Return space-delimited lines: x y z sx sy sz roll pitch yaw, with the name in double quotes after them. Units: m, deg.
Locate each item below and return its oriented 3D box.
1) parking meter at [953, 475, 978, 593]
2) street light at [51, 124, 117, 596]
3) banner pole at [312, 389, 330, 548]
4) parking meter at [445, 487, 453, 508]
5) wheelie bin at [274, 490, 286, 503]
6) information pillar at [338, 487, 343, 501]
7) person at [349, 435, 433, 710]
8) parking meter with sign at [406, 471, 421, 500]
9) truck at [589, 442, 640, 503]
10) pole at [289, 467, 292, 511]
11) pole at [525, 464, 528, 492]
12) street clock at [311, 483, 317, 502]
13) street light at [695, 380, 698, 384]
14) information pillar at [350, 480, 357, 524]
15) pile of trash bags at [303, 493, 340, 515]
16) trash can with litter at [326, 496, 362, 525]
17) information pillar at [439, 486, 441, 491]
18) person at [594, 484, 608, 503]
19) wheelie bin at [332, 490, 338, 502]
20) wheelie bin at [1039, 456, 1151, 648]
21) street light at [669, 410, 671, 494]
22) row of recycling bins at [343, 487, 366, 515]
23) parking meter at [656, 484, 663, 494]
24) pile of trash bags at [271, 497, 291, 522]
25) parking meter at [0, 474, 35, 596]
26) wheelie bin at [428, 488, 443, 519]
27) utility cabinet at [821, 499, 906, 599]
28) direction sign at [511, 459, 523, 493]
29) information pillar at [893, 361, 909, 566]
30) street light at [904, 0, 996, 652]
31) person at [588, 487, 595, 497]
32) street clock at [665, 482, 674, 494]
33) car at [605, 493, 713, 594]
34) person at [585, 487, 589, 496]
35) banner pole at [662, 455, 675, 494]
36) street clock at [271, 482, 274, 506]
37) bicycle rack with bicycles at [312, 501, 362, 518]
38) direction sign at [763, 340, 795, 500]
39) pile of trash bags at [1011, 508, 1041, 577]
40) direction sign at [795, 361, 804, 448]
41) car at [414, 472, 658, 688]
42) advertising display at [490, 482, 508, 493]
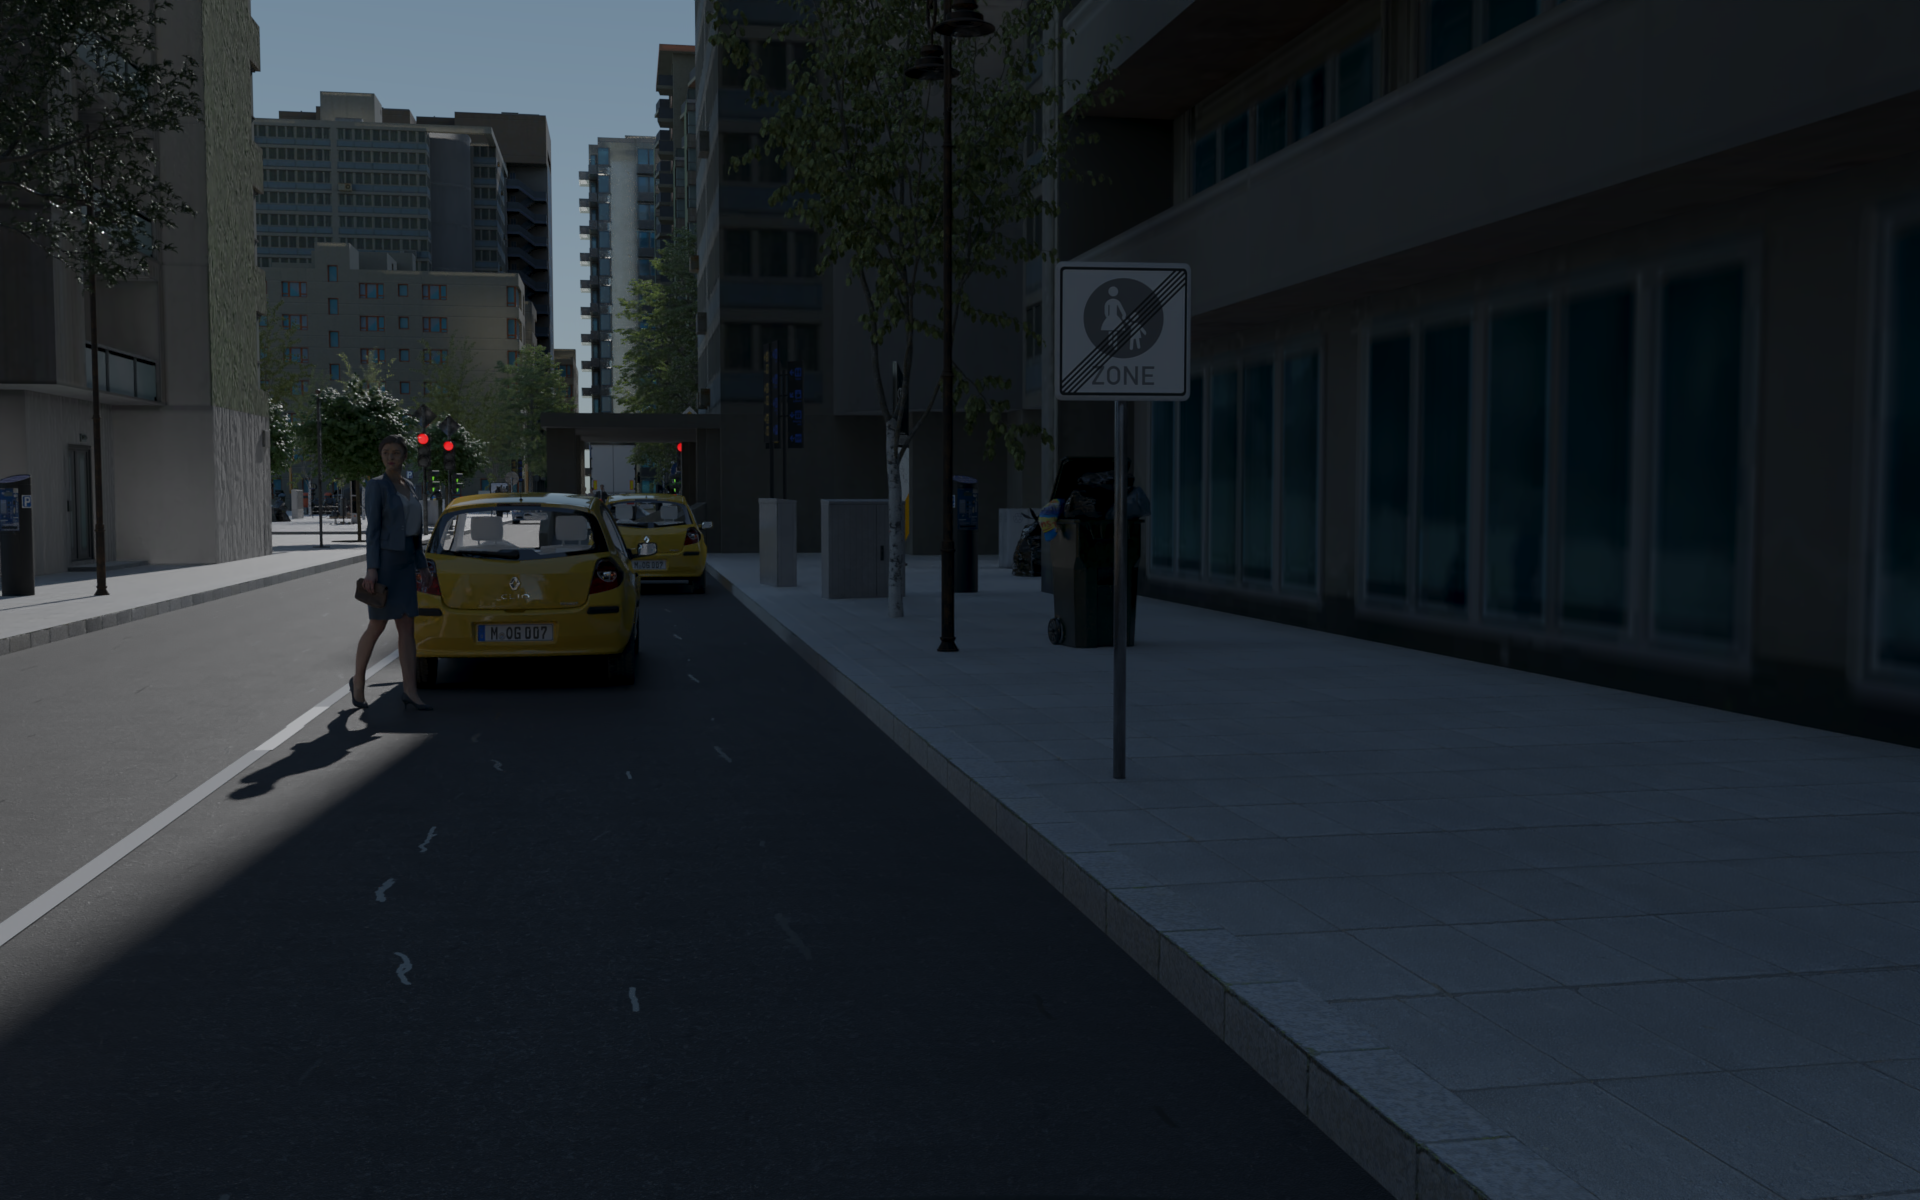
0.051 -0.867 22.593 0.372 1.533 0.369 0 3 0 "parking meter"
-10.888 -2.997 21.797 0.468 5.910 1.993 -1 4 -11 "street light"
-15.205 -3.129 41.179 0.401 3.779 0.863 -2 4 -25 "banner pole"
-22.052 -4.222 74.733 0.255 1.863 0.399 0 4 3 "parking meter"
-51.016 -7.460 129.871 0.980 1.594 0.693 1 4 9 "wheelie bin"
-45.139 -7.442 126.162 0.304 2.012 0.304 0 4 -7 "information pillar"
-3.796 -0.184 11.540 0.654 1.822 0.581 3 4 37 "person"
-41.468 -8.313 132.185 0.543 3.016 1.738 1 4 17 "parking meter with sign"
-19.296 -6.597 96.776 2.839 4.237 11.283 -1 4 -11 "truck"
-50.343 -8.347 130.322 0.158 3.312 0.155 0 3 0 "pole"
-29.326 -7.544 117.193 0.158 3.312 0.155 0 3 0 "pole"
-43.315 -6.815 116.000 0.471 2.002 0.358 0 4 5 "street clock"
-8.151 -5.028 54.988 0.468 5.910 1.993 -1 4 -11 "street light"
-26.066 -4.284 74.543 0.304 2.012 0.304 -1 4 -23 "information pillar"
-39.877 -5.974 107.434 1.912 1.369 3.447 0 4 4 "pile of trash bags"
-25.963 -3.766 72.624 1.678 1.210 2.233 -1 4 -20 "trash can with litter"
-26.872 -5.172 89.047 0.304 2.012 0.304 -2 4 -26 "information pillar"
-17.347 -4.641 83.738 0.474 1.900 0.648 3 4 39 "person"
-46.787 -7.485 130.286 0.693 1.594 0.980 1 4 16 "wheelie bin"
1.176 -0.412 14.649 0.980 1.594 0.693 -1 4 -20 "wheelie bin"
-15.943 -7.495 95.337 0.468 5.910 1.993 -1 4 -11 "street light"
-37.542 -6.240 109.140 1.069 1.692 3.534 1 4 16 "row of recycling bins"
-17.990 -5.990 103.639 0.255 1.863 0.399 3 5 40 "parking meter"
-32.663 -4.312 80.258 3.447 1.369 1.912 2 4 32 "pile of trash bags"
-11.906 -0.822 21.855 0.372 1.533 0.369 0 3 0 "parking meter"
-25.261 -4.617 83.390 0.693 1.594 0.980 -2 4 -31 "wheelie bin"
-1.193 -0.629 21.454 1.020 1.237 0.306 -2 4 -25 "utility cabinet"
-29.063 -7.441 113.665 0.379 3.537 0.876 3 4 37 "direction sign"
-1.059 -2.418 30.887 0.183 3.616 0.504 2 4 25 "information pillar"
-0.098 -2.519 13.967 0.468 5.910 1.993 -1 4 -11 "street light"
-19.070 -4.921 89.305 0.599 1.781 0.374 0 4 -5 "person"
-17.050 -5.945 101.772 0.471 2.002 0.358 -2 4 -35 "street clock"
-4.737 -0.978 26.210 2.015 1.641 3.980 -1 4 -10 "car"
-15.415 -3.843 72.002 0.598 1.740 0.731 1 4 18 "person"
-18.178 -7.252 108.582 0.863 3.779 0.401 2 4 31 "banner pole"
-37.737 -5.510 94.653 0.471 2.002 0.358 0 4 -8 "street clock"
-33.249 -4.875 93.087 2.852 0.926 2.925 2 4 32 "bicycle rack with bicycles"
-2.820 -2.078 25.971 0.379 3.537 0.876 -1 4 -20 "direction sign"
2.631 -1.068 27.207 3.447 1.369 1.912 -1 4 -21 "pile of trash bags"
-3.008 -2.308 29.726 0.876 3.537 0.379 3 4 37 "direction sign"
-3.522 -0.251 14.322 2.015 1.641 3.980 -1 4 -10 "car"
-25.234 -5.483 94.863 0.974 1.923 0.123 -2 4 -27 "advertising display"
